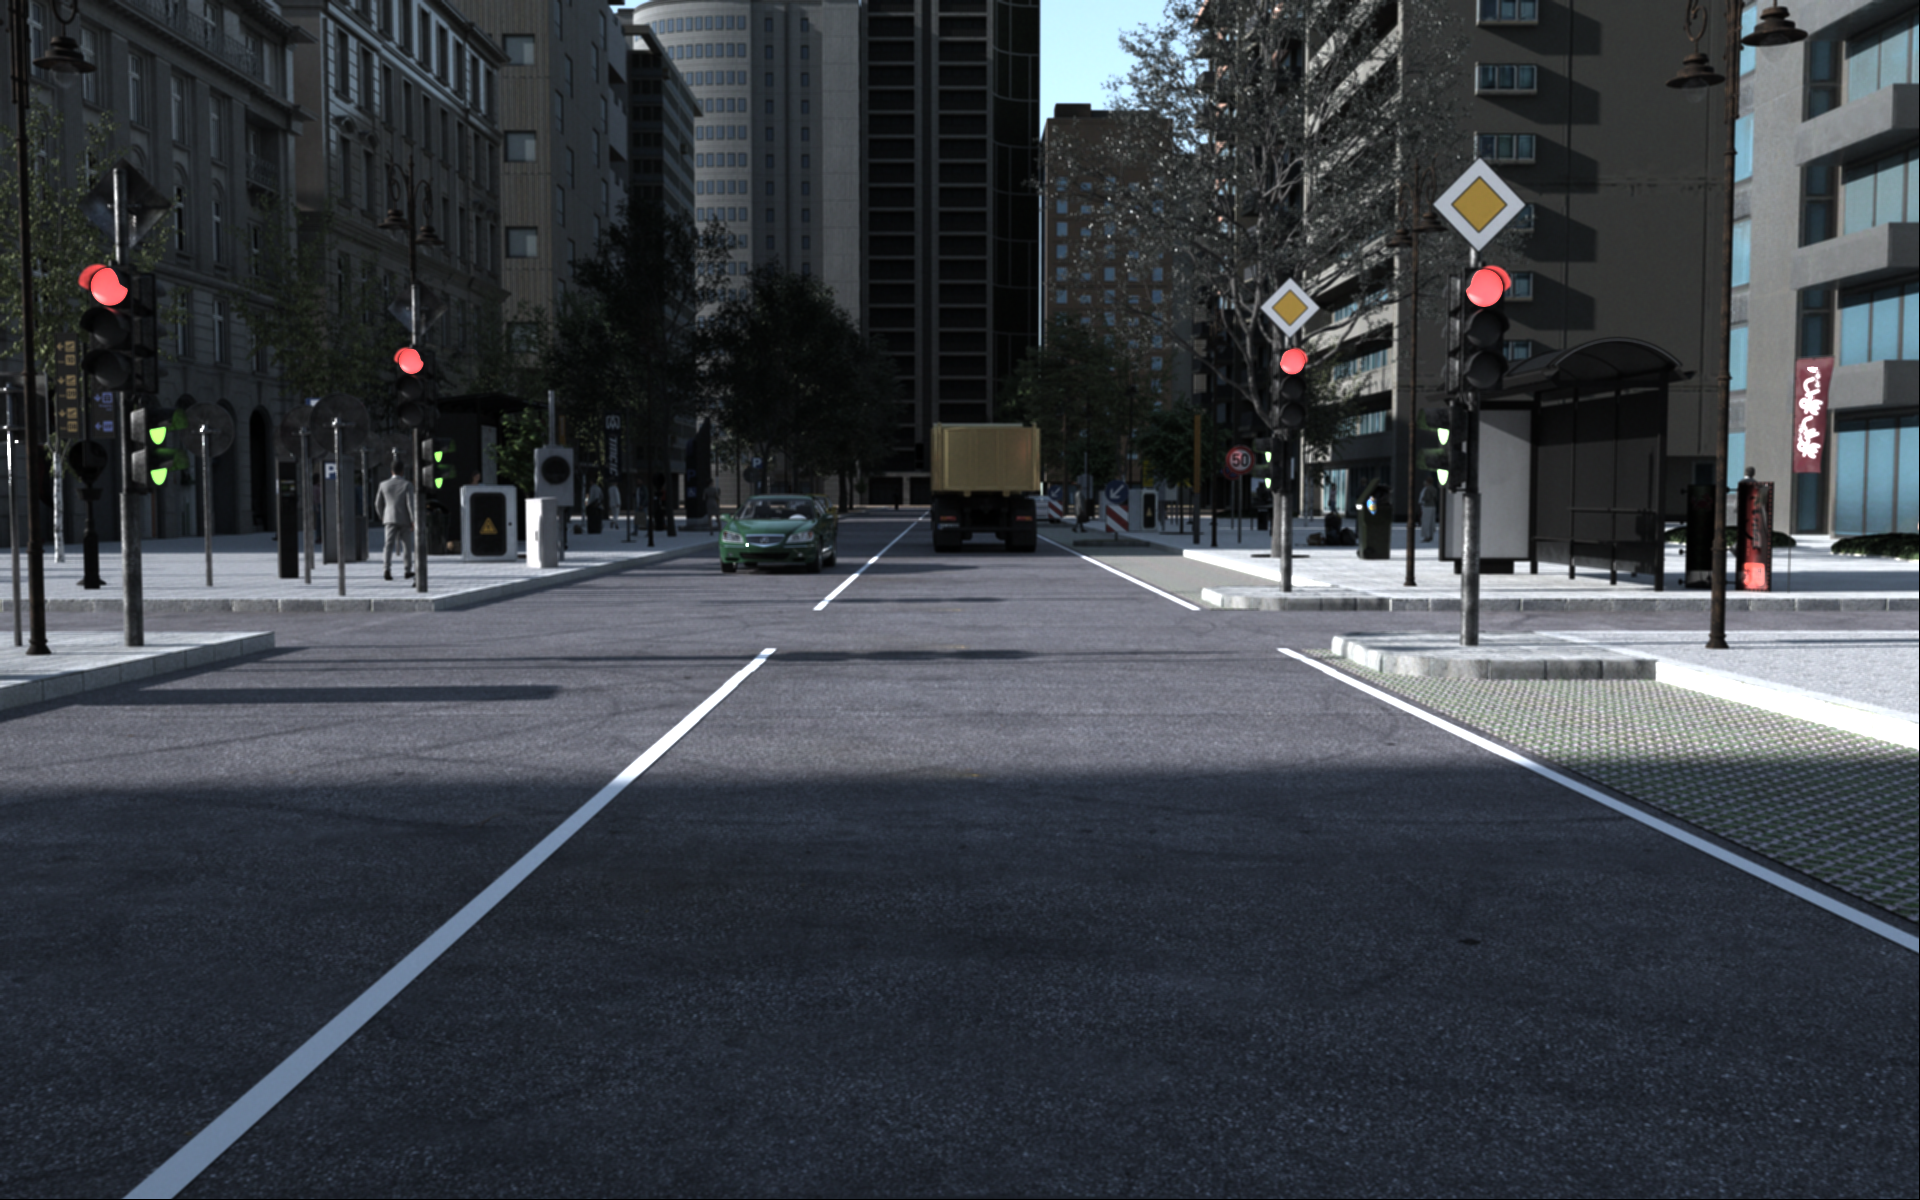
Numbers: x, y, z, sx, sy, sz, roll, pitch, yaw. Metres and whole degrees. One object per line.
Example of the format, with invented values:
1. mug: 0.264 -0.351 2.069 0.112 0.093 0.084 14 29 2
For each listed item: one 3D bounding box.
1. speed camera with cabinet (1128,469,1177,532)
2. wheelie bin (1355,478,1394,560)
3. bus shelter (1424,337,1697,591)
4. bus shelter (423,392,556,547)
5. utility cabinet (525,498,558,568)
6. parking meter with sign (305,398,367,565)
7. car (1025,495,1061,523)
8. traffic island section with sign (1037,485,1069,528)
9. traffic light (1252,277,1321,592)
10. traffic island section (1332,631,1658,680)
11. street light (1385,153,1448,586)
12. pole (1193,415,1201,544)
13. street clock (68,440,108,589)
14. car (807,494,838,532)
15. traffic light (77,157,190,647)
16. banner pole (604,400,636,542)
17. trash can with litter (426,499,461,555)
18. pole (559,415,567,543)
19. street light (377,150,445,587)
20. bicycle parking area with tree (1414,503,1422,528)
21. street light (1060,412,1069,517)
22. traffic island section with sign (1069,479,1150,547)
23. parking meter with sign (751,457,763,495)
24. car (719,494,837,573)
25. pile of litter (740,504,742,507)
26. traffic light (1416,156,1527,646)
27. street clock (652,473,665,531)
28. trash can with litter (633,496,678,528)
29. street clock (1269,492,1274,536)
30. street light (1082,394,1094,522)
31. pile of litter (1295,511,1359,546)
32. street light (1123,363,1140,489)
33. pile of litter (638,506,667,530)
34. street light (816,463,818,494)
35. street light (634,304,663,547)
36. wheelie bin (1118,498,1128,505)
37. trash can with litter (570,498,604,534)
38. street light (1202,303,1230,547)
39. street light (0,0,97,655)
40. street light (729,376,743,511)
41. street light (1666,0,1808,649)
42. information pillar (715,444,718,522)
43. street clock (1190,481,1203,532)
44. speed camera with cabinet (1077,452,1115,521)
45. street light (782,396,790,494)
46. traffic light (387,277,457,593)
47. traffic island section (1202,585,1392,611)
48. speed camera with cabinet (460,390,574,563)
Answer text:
1. speed camera with cabinet: 6.595 -3.963 59.138 0.660 3.252 2.038 3 5 44
2. wheelie bin: 8.166 -1.599 34.055 0.693 1.594 0.980 0 4 2
3. bus shelter: 8.482 -1.910 25.160 2.014 3.302 5.546 0 4 0
4. bus shelter: -11.558 -3.157 42.898 1.731 3.624 6.357 0 4 0
5. utility cabinet: -7.357 -1.179 30.433 0.306 1.237 1.020 -2 4 -29
6. parking meter with sign: -11.563 -2.202 32.265 0.543 3.016 1.738 0 3 0
7. car: 3.693 -4.233 81.571 2.083 1.381 4.827 0 4 -2
8. traffic island section with sign: 3.955 -4.031 74.528 1.989 1.847 2.006 0 4 0
9. traffic light: 4.252 -2.059 22.579 0.839 4.253 0.868 0 4 0
10. traffic island section: 4.346 0.463 14.708 2.009 0.180 2.903 0 4 0
11. street light: 6.281 -3.132 23.989 0.468 5.910 1.993 0 4 0
12. pole: 6.097 -3.101 44.539 0.158 3.312 0.155 0 3 0
13. street clock: -11.755 -1.152 23.399 0.471 2.002 0.358 -2 4 -25
14. car: -5.231 -3.052 60.117 2.015 1.641 3.980 0 4 1
15. traffic light: -6.955 -1.565 14.503 0.839 4.253 0.868 0 4 0
16. banner pole: -9.066 -3.431 46.106 0.863 3.779 0.401 -2 4 -28
17. trash can with litter: -10.991 -1.545 36.655 0.624 1.170 1.055 1 4 19
18. pole: -10.310 -3.127 44.965 0.158 3.312 0.155 0 3 0
19. street light: -7.475 -3.117 23.750 0.468 5.910 1.993 0 4 0
20. bicycle parking area with tree: 22.111 -4.863 66.510 8.231 4.147 9.016 3 5 45
21. street light: 5.872 -7.621 97.387 0.468 5.910 1.993 0 4 0
22. traffic island section with sign: 4.129 -2.382 47.573 1.989 1.847 2.006 0 4 0
23. parking meter with sign: -9.455 -5.220 81.613 0.543 3.016 1.738 -1 4 -14
24. car: -3.405 -1.295 32.967 2.131 1.459 4.920 0 4 1
25. pile of litter: -9.295 -3.806 76.186 1.176 0.858 1.719 0 4 -7
26. traffic light: 4.306 -1.570 14.594 0.839 4.253 0.868 0 4 0
27. street clock: -10.432 -3.390 60.003 0.358 2.002 0.471 2 4 24
28. trash can with litter: -11.391 -3.306 65.108 1.678 1.210 2.233 -2 4 -28
29. street clock: 9.566 -2.942 52.664 0.471 2.002 0.358 -3 5 -41
30. street light: 5.882 -6.520 79.396 0.468 5.910 1.993 0 4 0
31. pile of litter: 9.134 -1.779 43.049 1.719 0.858 1.176 0 4 3
32. street light: 6.043 -5.413 61.295 0.468 5.910 1.993 0 4 0
33. pile of litter: -10.888 -2.926 61.802 1.176 0.858 1.719 -1 4 -19
34. street light: -7.954 -7.547 96.185 0.468 5.910 1.993 0 4 0
35. street light: -7.565 -4.246 42.213 0.468 5.910 1.993 0 4 0
36. wheelie bin: 6.051 -3.451 64.338 0.693 1.594 0.980 0 4 7
37. trash can with litter: -12.005 -2.712 55.721 1.055 1.170 0.624 -1 4 -17
38. street light: 6.186 -4.232 41.980 0.468 5.910 1.993 0 4 0
39. street light: -7.382 -2.502 13.697 0.468 5.910 1.993 0 4 0
40. street light: -7.709 -5.347 60.203 0.468 5.910 1.993 0 4 0
41. street light: 6.305 -2.535 14.243 0.468 5.910 1.993 0 4 0
42. information pillar: -11.293 -5.455 80.539 0.183 3.616 0.504 0 4 -7
43. street clock: 8.071 -3.341 59.190 0.358 2.002 0.471 -2 4 -34
44. speed camera with cabinet: 6.572 -5.347 81.762 2.038 3.252 0.660 0 4 -6
45. street light: -7.864 -6.447 78.194 0.468 5.910 1.993 0 4 0
46. traffic light: -7.009 -2.053 22.488 0.839 4.253 0.868 0 4 0
47. traffic island section: 4.292 -0.025 22.693 2.009 0.180 2.903 0 4 0
48. speed camera with cabinet: -8.380 -2.350 32.756 2.038 3.252 0.660 -1 4 -21
